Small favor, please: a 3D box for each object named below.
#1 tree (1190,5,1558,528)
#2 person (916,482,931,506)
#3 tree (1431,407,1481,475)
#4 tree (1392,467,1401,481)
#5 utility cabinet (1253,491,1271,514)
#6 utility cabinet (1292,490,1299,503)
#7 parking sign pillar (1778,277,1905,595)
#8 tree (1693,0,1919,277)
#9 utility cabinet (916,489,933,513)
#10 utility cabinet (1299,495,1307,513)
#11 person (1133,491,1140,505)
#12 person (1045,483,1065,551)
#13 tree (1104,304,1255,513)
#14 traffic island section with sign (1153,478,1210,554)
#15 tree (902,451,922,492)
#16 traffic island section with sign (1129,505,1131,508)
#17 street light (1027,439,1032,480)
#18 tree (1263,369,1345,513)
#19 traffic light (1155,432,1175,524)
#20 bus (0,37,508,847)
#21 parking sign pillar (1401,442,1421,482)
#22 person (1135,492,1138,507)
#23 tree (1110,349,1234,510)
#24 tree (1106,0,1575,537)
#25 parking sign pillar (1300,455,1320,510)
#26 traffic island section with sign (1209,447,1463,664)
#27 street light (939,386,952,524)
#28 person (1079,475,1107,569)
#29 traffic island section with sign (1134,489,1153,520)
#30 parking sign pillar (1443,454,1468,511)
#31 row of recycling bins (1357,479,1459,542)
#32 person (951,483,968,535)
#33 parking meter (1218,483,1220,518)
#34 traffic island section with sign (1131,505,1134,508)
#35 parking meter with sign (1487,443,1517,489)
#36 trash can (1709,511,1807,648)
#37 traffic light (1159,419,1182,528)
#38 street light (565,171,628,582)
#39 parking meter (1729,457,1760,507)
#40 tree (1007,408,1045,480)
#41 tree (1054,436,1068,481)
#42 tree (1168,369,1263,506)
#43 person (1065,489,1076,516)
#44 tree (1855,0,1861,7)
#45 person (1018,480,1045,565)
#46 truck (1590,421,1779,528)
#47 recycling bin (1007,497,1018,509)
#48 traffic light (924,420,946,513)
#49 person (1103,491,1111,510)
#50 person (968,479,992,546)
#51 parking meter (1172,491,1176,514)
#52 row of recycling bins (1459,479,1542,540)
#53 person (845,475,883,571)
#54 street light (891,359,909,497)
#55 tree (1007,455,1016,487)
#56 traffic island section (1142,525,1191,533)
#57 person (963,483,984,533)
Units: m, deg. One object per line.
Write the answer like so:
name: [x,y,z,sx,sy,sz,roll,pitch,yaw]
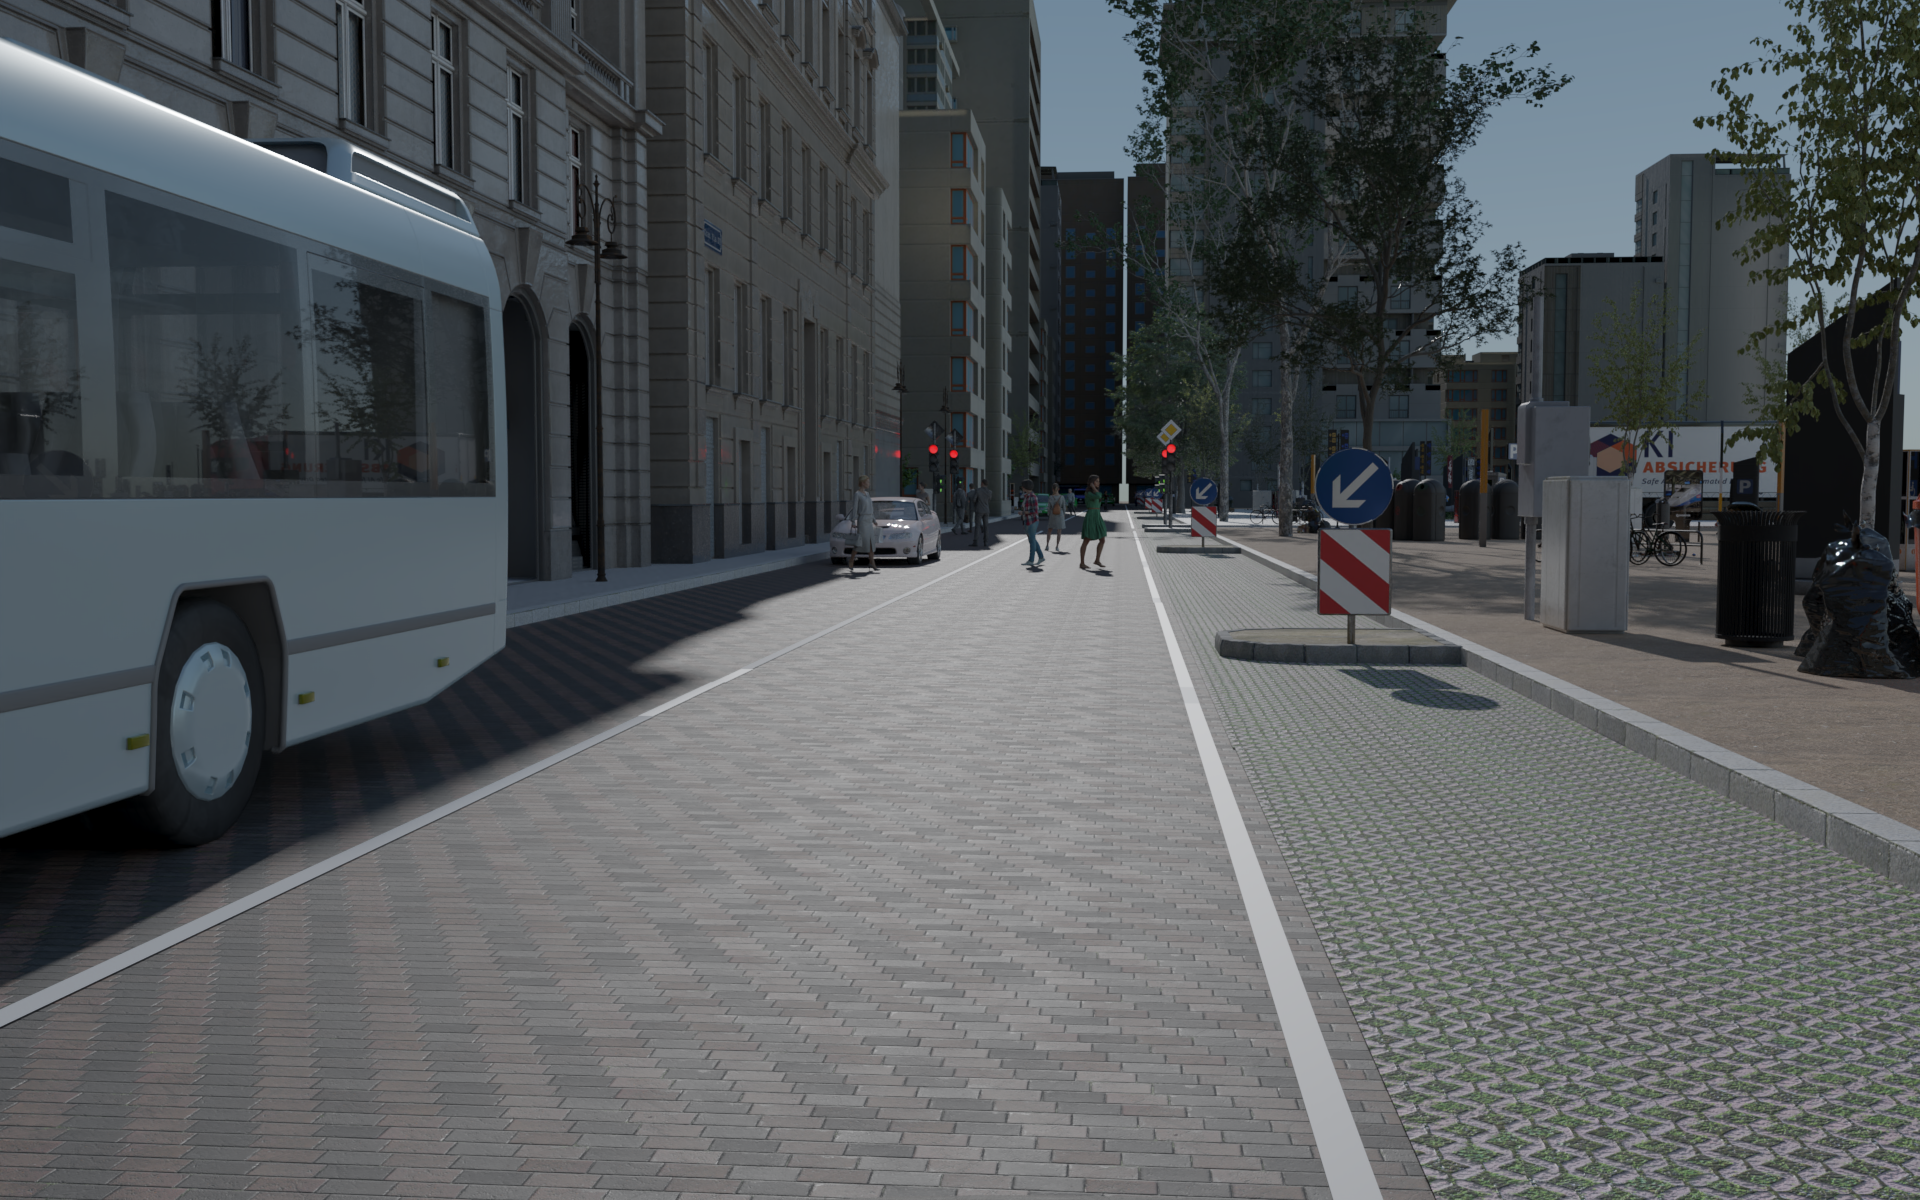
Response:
tree: [7.842,-6.101,34.165,7.601,10.594,8.767,-2,4,-29]
person: [-1.184,-2.562,50.730,0.599,1.781,0.374,2,4,29]
tree: [40.670,-11.729,142.138,4.737,8.622,4.395,0,3,0]
tree: [31.628,-8.003,125.457,1.663,3.219,1.824,0,3,0]
utility cabinet: [19.549,-6.328,112.134,1.173,1.500,0.318,1,4,11]
utility cabinet: [18.723,-5.497,98.562,0.318,1.500,1.173,-3,5,-45]
parking sign pillar: [11.312,-2.062,22.180,1.447,3.967,1.447,-3,5,-43]
tree: [9.488,-4.124,17.794,4.737,8.622,4.395,0,3,0]
utility cabinet: [-1.487,-4.006,74.170,0.318,1.500,1.173,2,4,26]
utility cabinet: [22.026,-6.190,112.364,1.020,1.237,0.306,-2,4,-29]
person: [21.612,-12.418,211.665,1.348,1.807,0.705,-3,4,-38]
person: [2.421,-2.097,43.788,0.512,1.701,0.522,0,4,-7]
tree: [14.558,-12.724,114.691,9.857,13.997,8.962,0,3,0]
traffic island section with sign: [5.813,-2.062,42.350,1.989,1.847,2.006,0,4,5]
tree: [-2.564,-4.453,67.413,1.663,3.219,1.824,0,3,0]
traffic island section with sign: [18.209,-10.172,174.946,1.989,1.847,2.006,0,4,5]
street light: [5.740,-10.357,142.130,0.468,5.910,1.993,0,4,5]
tree: [20.551,-9.311,102.596,4.360,8.622,3.978,0,3,0]
traffic light: [8.655,-5.148,73.097,0.839,4.253,0.868,0,4,5]
bus: [-4.493,-0.556,3.952,2.948,3.499,13.247,0,4,4]
parking sign pillar: [23.496,-6.232,90.358,1.447,3.967,1.447,-1,4,-10]
person: [19.019,-10.892,187.521,0.436,1.711,0.756,1,4,13]
tree: [17.534,-14.204,142.599,12.009,13.543,11.850,0,3,0]
tree: [10.628,-11.912,50.643,12.611,20.169,13.585,0,3,0]
parking sign pillar: [23.869,-7.935,118.216,1.447,3.967,1.447,0,3,0]
traffic island section with sign: [3.314,-0.421,15.510,1.989,1.847,2.006,0,4,5]
street light: [-0.620,-6.208,74.296,0.468,5.910,1.993,0,4,5]
person: [2.553,-1.503,33.315,0.529,1.795,0.600,1,4,21]
traffic island section with sign: [10.991,-5.448,97.699,1.989,1.847,2.006,0,4,5]
parking sign pillar: [33.005,-7.791,115.854,1.447,3.967,1.447,2,4,29]
row of recycling bins: [12.280,-2.523,48.368,1.069,1.692,3.534,-1,4,-22]
person: [0.015,-3.216,61.176,0.850,1.850,0.679,-3,5,-40]
parking meter: [14.317,-5.443,94.699,0.399,1.863,0.255,-1,4,-9]
traffic island section with sign: [13.533,-7.109,124.861,1.989,1.847,2.006,0,4,5]
parking meter with sign: [18.671,-3.925,60.440,0.543,3.016,1.738,-2,4,-28]
trash can: [6.719,-0.182,14.622,0.748,1.137,0.748,0,3,0]
traffic light: [7.912,-4.662,65.147,0.839,4.253,0.868,0,4,5]
street light: [-5.258,-3.207,25.222,0.468,5.910,1.993,0,4,5]
parking meter: [12.102,-1.287,26.747,0.399,1.863,0.255,2,4,28]
tree: [5.343,-11.991,146.409,4.737,8.622,4.395,0,3,0]
tree: [10.870,-15.800,208.696,4.360,8.622,3.978,0,3,0]
tree: [14.764,-9.293,102.302,4.360,8.622,3.978,0,3,0]
person: [7.064,-6.258,111.310,0.782,1.767,0.515,2,4,35]
tree: [5.669,-3.505,7.670,4.360,8.622,3.978,0,3,0]
person: [1.452,-1.558,34.814,0.643,1.720,0.563,-1,4,-11]
truck: [29.288,-4.817,67.673,11.283,4.237,2.839,0,4,7]
recycling bin: [4.255,-7.840,140.735,0.722,1.027,0.722,-3,4,-38]
traffic light: [-0.962,-4.712,65.957,0.839,4.253,0.868,0,4,5]
person: [13.221,-8.994,156.377,0.721,1.723,1.217,3,5,40]
person: [0.548,-2.401,47.566,0.655,1.846,0.447,-2,4,-26]
parking meter: [13.838,-6.357,112.353,0.372,1.533,0.369,0,3,0]
row of recycling bins: [15.897,-2.566,49.064,3.534,1.692,1.069,-1,4,-9]
person: [-1.811,-1.442,32.429,0.624,1.780,0.694,3,5,44]
street light: [-2.024,-5.299,59.434,0.468,5.910,1.993,0,4,5]
tree: [2.037,-8.040,115.163,4.285,4.588,4.351,0,3,0]
traffic island section: [7.951,-2.629,65.257,2.009,0.180,2.903,0,4,5]
person: [0.506,-3.404,64.112,0.622,1.834,0.822,-2,4,-31]
